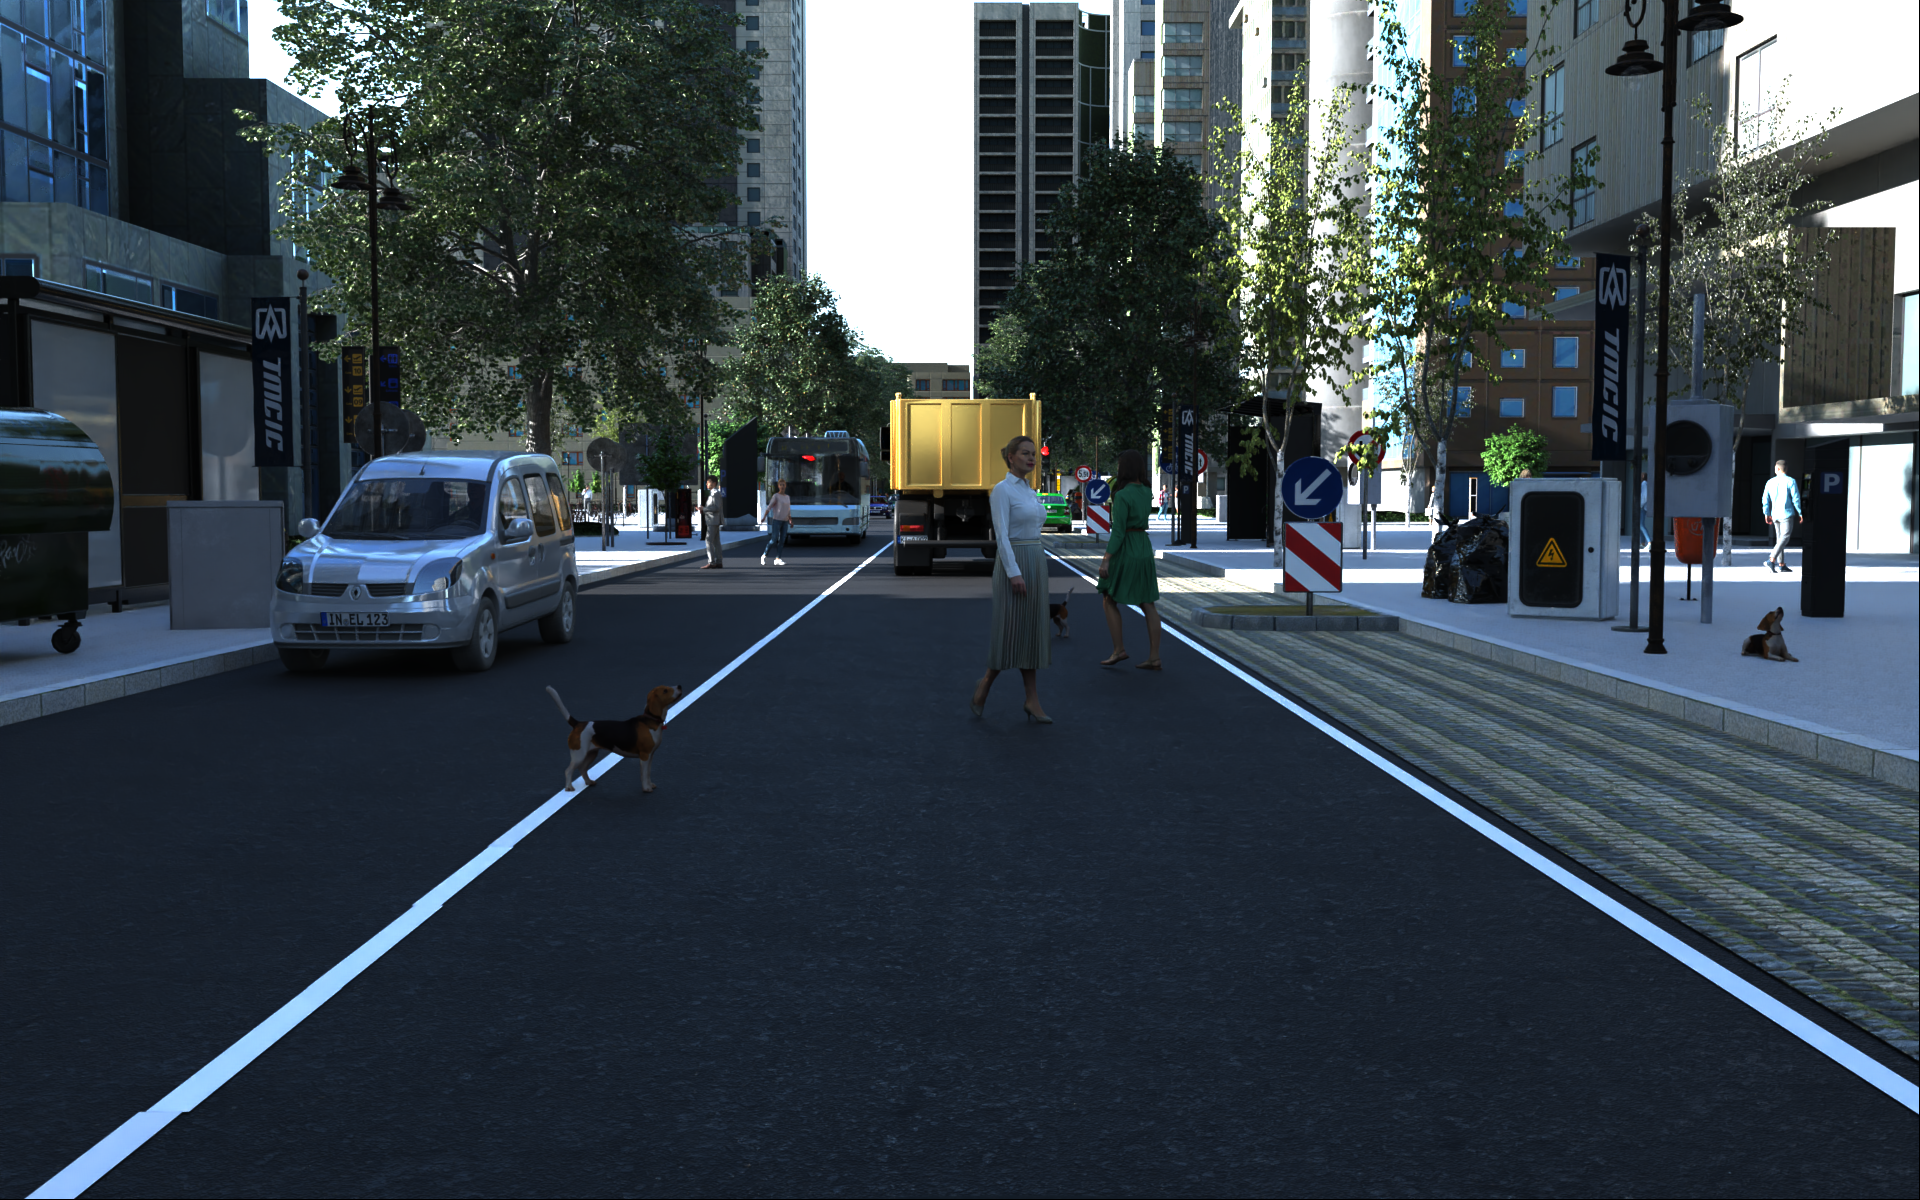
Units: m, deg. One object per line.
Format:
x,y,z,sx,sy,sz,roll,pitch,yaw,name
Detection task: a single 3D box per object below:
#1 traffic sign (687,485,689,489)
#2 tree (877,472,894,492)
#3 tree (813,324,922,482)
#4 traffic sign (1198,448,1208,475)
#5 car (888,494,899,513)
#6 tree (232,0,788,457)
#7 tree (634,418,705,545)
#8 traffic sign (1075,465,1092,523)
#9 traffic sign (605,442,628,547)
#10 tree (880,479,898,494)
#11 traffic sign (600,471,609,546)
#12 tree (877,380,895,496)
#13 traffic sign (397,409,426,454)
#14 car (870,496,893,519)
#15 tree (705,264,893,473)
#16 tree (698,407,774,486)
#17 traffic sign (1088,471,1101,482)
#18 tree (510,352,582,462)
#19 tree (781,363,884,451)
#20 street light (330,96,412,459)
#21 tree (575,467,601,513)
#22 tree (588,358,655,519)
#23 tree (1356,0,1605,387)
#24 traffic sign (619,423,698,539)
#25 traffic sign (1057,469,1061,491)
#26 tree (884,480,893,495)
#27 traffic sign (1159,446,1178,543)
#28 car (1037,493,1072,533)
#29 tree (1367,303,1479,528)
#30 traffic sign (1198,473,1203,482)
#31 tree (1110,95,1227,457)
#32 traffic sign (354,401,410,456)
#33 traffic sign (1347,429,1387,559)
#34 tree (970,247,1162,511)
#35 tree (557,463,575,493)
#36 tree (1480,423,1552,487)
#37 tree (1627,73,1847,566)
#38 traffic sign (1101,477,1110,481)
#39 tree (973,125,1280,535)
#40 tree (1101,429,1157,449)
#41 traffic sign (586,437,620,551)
-10.741,-4.184,68.512,0.768,2.556,0.104,0,4,4,traffic sign
-8.796,-15.177,198.504,4.737,8.622,4.395,0,3,0,tree
-8.577,-13.582,128.713,9.857,13.997,8.962,0,3,0,tree
6.424,-2.903,47.574,0.768,2.556,0.104,0,4,6,traffic sign
-4.111,-6.424,116.828,2.131,1.459,4.920,0,4,0,car
-8.197,-7.724,32.938,9.857,13.997,8.962,0,3,0,tree
-7.534,-3.017,43.930,1.663,3.219,1.824,0,3,0,tree
5.457,-4.681,76.643,0.768,2.556,0.104,0,4,2,traffic sign
-8.408,-2.551,41.821,0.768,2.556,0.104,0,4,3,traffic sign
-8.442,-18.859,226.475,7.486,12.596,7.792,0,3,0,tree
-8.661,-2.593,42.504,0.768,2.556,0.104,0,4,2,traffic sign
-7.917,-16.462,179.525,12.009,13.543,11.850,0,3,0,tree
-8.384,-1.582,25.978,0.768,2.556,0.104,0,4,2,traffic sign
-4.860,-5.382,100.570,1.945,1.354,3.894,0,4,-1,car
-8.081,-10.384,86.792,9.611,12.733,9.660,0,3,0,tree
-8.377,-5.005,65.545,4.285,4.588,4.351,0,3,0,tree
7.286,-5.764,94.352,0.768,2.556,0.104,0,4,4,traffic sign
-19.935,-8.138,83.412,4.360,8.622,3.978,0,3,0,tree
-8.318,-10.543,106.790,8.767,10.594,7.601,1,4,19,tree
-6.987,-2.932,20.720,0.468,5.910,1.993,0,4,0,street light
-26.496,-7.724,120.880,1.663,3.219,1.824,0,3,0,tree
-17.499,-8.552,90.180,4.737,8.622,4.395,0,3,0,tree
6.829,-4.527,24.379,4.737,8.622,4.395,0,3,0,tree
-8.634,-3.408,49.589,2.265,3.308,0.079,0,4,2,traffic sign
7.731,-9.071,142.184,2.265,3.308,0.079,0,4,8,traffic sign
-8.933,-13.486,215.102,1.663,3.219,1.824,0,3,0,tree
5.612,-2.783,45.601,0.768,2.556,0.104,0,3,0,traffic sign
3.156,-3.423,64.762,1.959,1.807,4.718,0,4,-2,car
17.292,-7.058,65.765,4.360,8.622,3.978,0,3,0,tree
8.593,-3.742,63.306,0.606,2.300,0.079,0,4,7,traffic sign
5.804,-4.905,30.556,4.737,8.622,4.395,0,3,0,tree
-7.959,-1.453,23.867,0.768,2.556,0.104,0,3,0,traffic sign
7.950,-2.070,33.943,0.768,2.556,0.104,0,4,2,traffic sign
6.268,-11.038,87.121,9.857,13.997,8.962,0,3,0,tree
-21.745,-5.930,91.550,1.663,3.219,1.824,0,3,0,tree
25.658,-5.879,79.832,4.285,4.588,4.351,0,3,0,tree
13.809,-4.941,31.141,4.360,8.622,3.978,0,3,0,tree
8.339,-5.905,98.681,0.606,2.300,0.079,0,4,6,traffic sign
5.342,-8.391,54.207,9.611,12.733,9.660,0,3,0,tree
12.192,-10.478,121.671,4.360,8.622,3.978,0,3,0,tree
-8.033,-2.378,38.993,0.768,2.556,0.104,0,4,4,traffic sign
